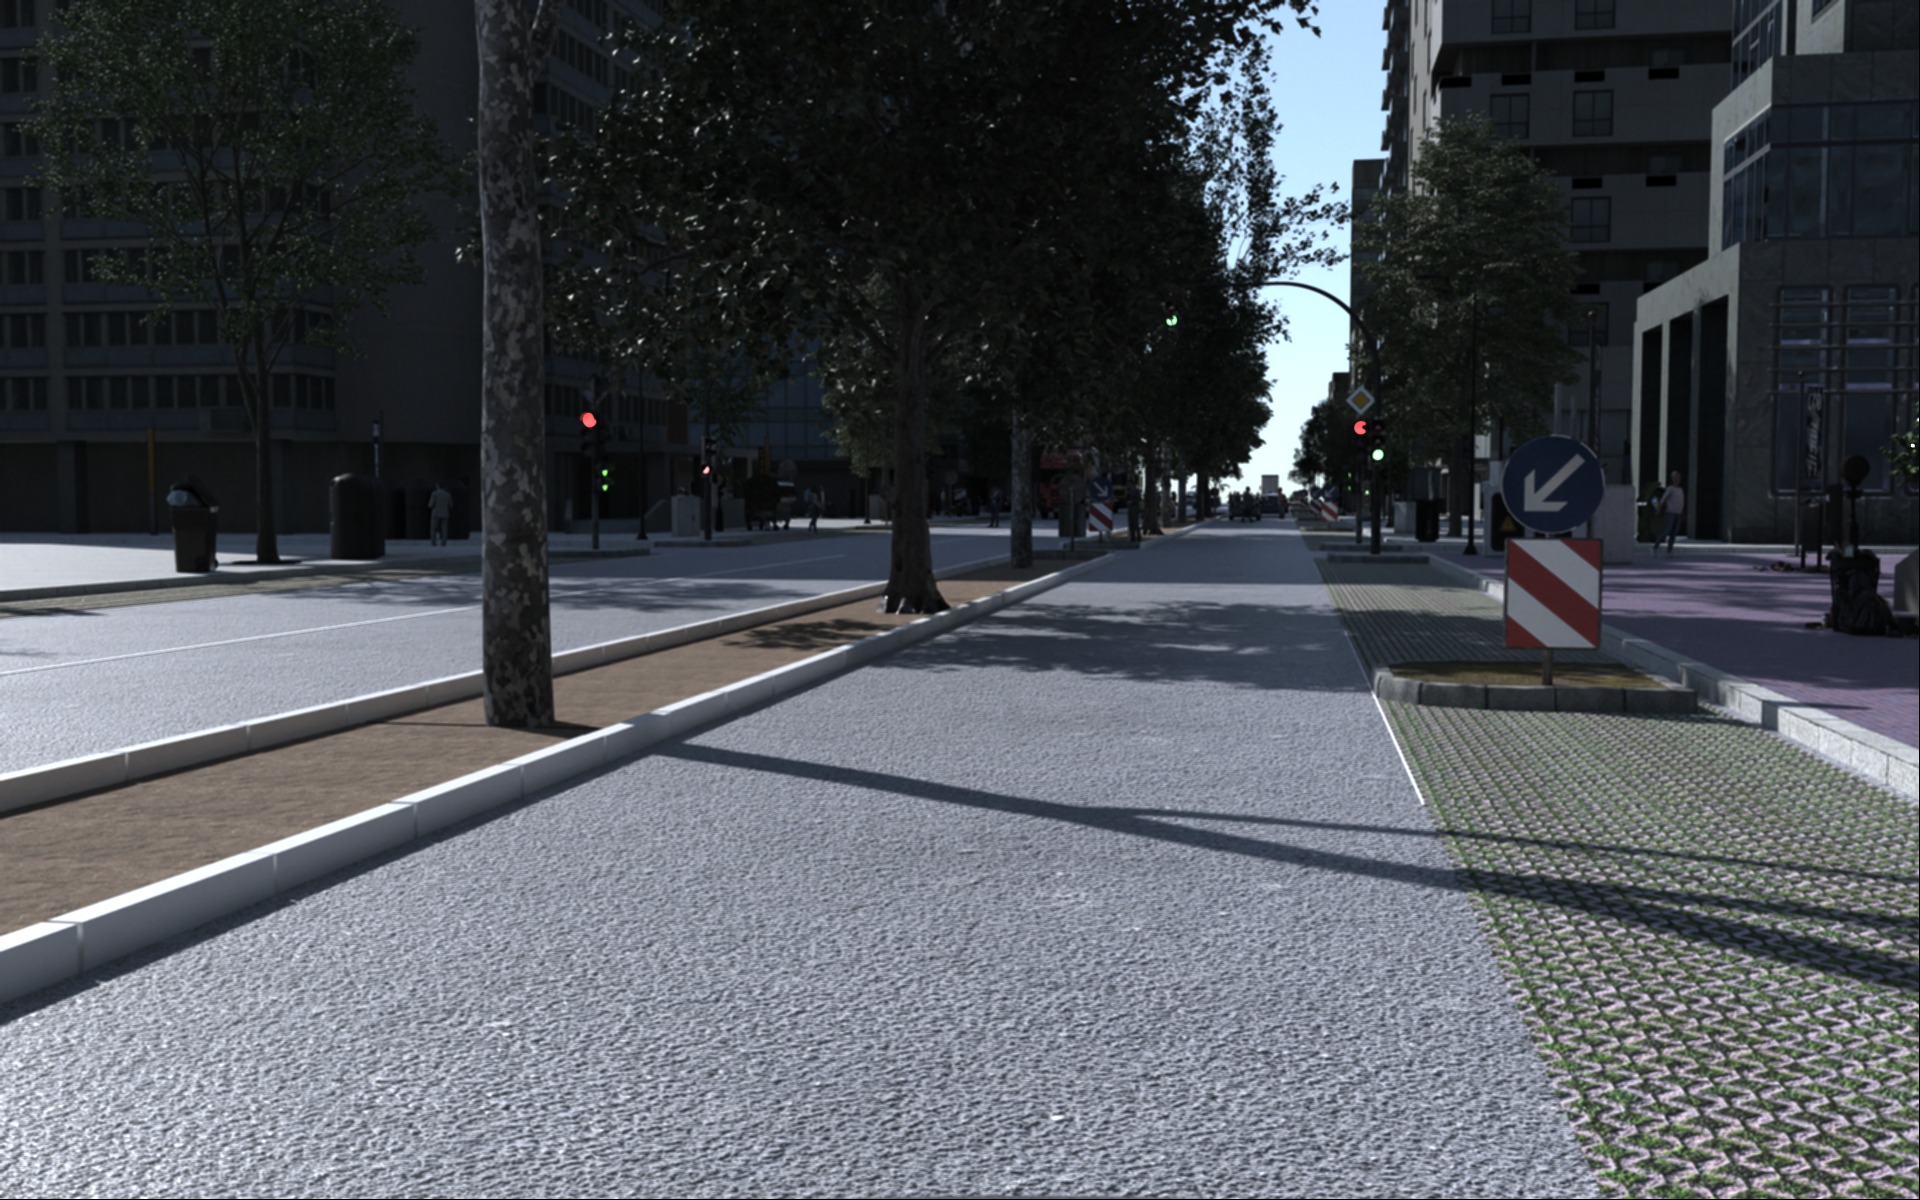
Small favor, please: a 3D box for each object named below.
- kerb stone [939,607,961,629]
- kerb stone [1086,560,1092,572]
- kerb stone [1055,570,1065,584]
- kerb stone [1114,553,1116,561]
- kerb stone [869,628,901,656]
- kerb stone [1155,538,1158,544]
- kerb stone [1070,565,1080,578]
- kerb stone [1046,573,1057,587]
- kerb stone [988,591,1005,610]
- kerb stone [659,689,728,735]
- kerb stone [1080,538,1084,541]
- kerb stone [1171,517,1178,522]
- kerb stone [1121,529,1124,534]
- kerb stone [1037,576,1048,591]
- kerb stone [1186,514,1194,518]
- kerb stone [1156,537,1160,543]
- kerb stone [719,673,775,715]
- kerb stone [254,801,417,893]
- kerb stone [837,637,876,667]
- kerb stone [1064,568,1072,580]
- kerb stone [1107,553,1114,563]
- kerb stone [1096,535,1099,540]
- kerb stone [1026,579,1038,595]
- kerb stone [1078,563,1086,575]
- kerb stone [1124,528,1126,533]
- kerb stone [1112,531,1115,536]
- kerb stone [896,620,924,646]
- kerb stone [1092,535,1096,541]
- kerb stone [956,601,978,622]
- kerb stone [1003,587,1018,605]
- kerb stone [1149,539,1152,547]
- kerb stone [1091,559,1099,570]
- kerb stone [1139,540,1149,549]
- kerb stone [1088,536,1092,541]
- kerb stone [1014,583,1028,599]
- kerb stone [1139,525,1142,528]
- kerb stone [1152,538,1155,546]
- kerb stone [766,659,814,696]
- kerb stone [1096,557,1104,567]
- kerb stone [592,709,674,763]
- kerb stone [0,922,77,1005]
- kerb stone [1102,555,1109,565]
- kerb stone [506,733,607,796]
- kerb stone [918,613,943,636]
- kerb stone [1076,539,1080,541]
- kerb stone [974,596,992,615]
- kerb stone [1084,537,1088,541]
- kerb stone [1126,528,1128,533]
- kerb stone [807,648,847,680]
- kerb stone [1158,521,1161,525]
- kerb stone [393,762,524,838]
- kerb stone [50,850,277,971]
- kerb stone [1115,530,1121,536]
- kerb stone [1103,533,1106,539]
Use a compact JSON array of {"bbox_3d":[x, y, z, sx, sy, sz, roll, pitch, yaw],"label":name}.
[{"bbox_3d":[-0.163,0.209,18.779,0.120,0.150,1.000,1,4,11],"label":"kerb stone"},{"bbox_3d":[2.279,-0.593,31.899,0.120,0.150,1.000,1,4,11],"label":"kerb stone"},{"bbox_3d":[1.528,-0.346,27.857,0.120,0.150,1.000,1,4,11],"label":"kerb stone"},{"bbox_3d":[3.213,-0.901,36.928,0.120,0.150,1.000,1,4,11],"label":"kerb stone"},{"bbox_3d":[-0.725,0.393,15.764,0.120,0.150,1.000,1,4,11],"label":"kerb stone"},{"bbox_3d":[5.378,-1.603,48.507,0.120,0.150,1.000,1,4,11],"label":"kerb stone"},{"bbox_3d":[1.904,-0.470,29.879,0.120,0.150,1.000,1,4,11],"label":"kerb stone"},{"bbox_3d":[1.343,-0.282,26.852,0.120,0.150,1.000,1,4,11],"label":"kerb stone"},{"bbox_3d":[0.402,0.024,21.808,0.120,0.150,1.000,1,4,11],"label":"kerb stone"},{"bbox_3d":[-1.671,0.701,10.729,0.120,0.150,1.000,1,4,11],"label":"kerb stone"},{"bbox_3d":[3.327,-1.637,48.963,0.120,0.150,1.000,1,4,11],"label":"kerb stone"},{"bbox_3d":[11.582,-4.346,93.312,0.120,0.150,1.000,1,4,11],"label":"kerb stone"},{"bbox_3d":[5.578,-2.375,61.058,0.120,0.150,1.000,1,4,11],"label":"kerb stone"},{"bbox_3d":[1.148,-0.217,25.848,0.120,0.150,1.000,1,4,11],"label":"kerb stone"},{"bbox_3d":[14.397,-5.273,108.411,0.120,0.150,1.000,1,4,11],"label":"kerb stone"},{"bbox_3d":[5.552,-1.665,49.522,0.120,0.150,1.000,1,4,11],"label":"kerb stone"},{"bbox_3d":[-1.471,0.640,11.737,0.120,0.150,1.000,1,4,11],"label":"kerb stone"},{"bbox_3d":[-2.416,0.952,6.708,0.120,0.150,1.000,1,4,11],"label":"kerb stone"},{"bbox_3d":[-0.913,0.455,14.758,0.120,0.150,1.000,1,4,11],"label":"kerb stone"},{"bbox_3d":[1.711,-0.402,28.875,0.120,0.150,1.000,1,4,11],"label":"kerb stone"},{"bbox_3d":[3.034,-0.836,35.922,0.120,0.150,1.000,1,4,11],"label":"kerb stone"},{"bbox_3d":[4.072,-1.880,53.001,0.120,0.150,1.000,1,4,11],"label":"kerb stone"},{"bbox_3d":[0.960,-0.159,24.843,0.120,0.150,1.000,1,4,11],"label":"kerb stone"},{"bbox_3d":[2.093,-0.524,30.887,0.120,0.150,1.000,1,4,11],"label":"kerb stone"},{"bbox_3d":[5.764,-2.438,62.062,0.120,0.150,1.000,1,4,11],"label":"kerb stone"},{"bbox_3d":[5.011,-2.192,58.036,0.120,0.150,1.000,1,4,11],"label":"kerb stone"},{"bbox_3d":[-0.534,0.334,16.769,0.120,0.150,1.000,1,4,11],"label":"kerb stone"},{"bbox_3d":[3.886,-1.823,51.993,0.120,0.150,1.000,1,4,11],"label":"kerb stone"},{"bbox_3d":[0.027,0.147,19.790,0.120,0.150,1.000,1,4,11],"label":"kerb stone"},{"bbox_3d":[0.597,-0.038,22.814,0.120,0.150,1.000,1,4,11],"label":"kerb stone"},{"bbox_3d":[4.992,-1.484,46.493,0.120,0.150,1.000,1,4,11],"label":"kerb stone"},{"bbox_3d":[2.472,-0.644,32.904,0.120,0.150,1.000,1,4,11],"label":"kerb stone"},{"bbox_3d":[4.811,-1.424,45.484,0.120,0.150,1.000,1,4,11],"label":"kerb stone"},{"bbox_3d":[3.702,-1.757,50.988,0.120,0.150,1.000,1,4,11],"label":"kerb stone"},{"bbox_3d":[0.774,-0.100,23.833,0.120,0.150,1.000,1,4,11],"label":"kerb stone"},{"bbox_3d":[7.263,-2.932,70.132,0.120,0.150,1.000,1,4,11],"label":"kerb stone"},{"bbox_3d":[5.185,-1.548,47.497,0.120,0.150,1.000,1,4,11],"label":"kerb stone"},{"bbox_3d":[-1.283,0.578,12.742,0.120,0.150,1.000,1,4,11],"label":"kerb stone"},{"bbox_3d":[2.656,-0.716,33.909,0.120,0.150,1.000,1,4,11],"label":"kerb stone"},{"bbox_3d":[-1.852,0.766,9.723,0.120,0.150,1.000,1,4,11],"label":"kerb stone"},{"bbox_3d":[-2.783,1.071,4.690,0.120,0.150,1.000,1,4,11],"label":"kerb stone"},{"bbox_3d":[2.842,-0.778,34.917,0.120,0.150,1.000,1,4,11],"label":"kerb stone"},{"bbox_3d":[-2.038,0.824,8.718,0.120,0.150,1.000,1,4,11],"label":"kerb stone"},{"bbox_3d":[-0.354,0.270,17.775,0.120,0.150,1.000,1,4,11],"label":"kerb stone"},{"bbox_3d":[3.134,-1.575,47.953,0.120,0.150,1.000,1,4,11],"label":"kerb stone"},{"bbox_3d":[0.212,0.086,20.796,0.120,0.150,1.000,1,4,11],"label":"kerb stone"},{"bbox_3d":[3.511,-1.699,49.974,0.120,0.150,1.000,1,4,11],"label":"kerb stone"},{"bbox_3d":[5.945,-2.500,63.068,0.120,0.150,1.000,1,4,11],"label":"kerb stone"},{"bbox_3d":[-1.102,0.520,13.748,0.120,0.150,1.000,1,4,11],"label":"kerb stone"},{"bbox_3d":[9.702,-3.732,83.237,0.120,0.150,1.000,1,4,11],"label":"kerb stone"},{"bbox_3d":[-2.227,0.886,7.712,0.120,0.150,1.000,1,4,11],"label":"kerb stone"},{"bbox_3d":[-2.595,1.009,5.696,0.120,0.150,1.000,1,4,11],"label":"kerb stone"},{"bbox_3d":[5.390,-2.315,60.045,0.120,0.150,1.000,1,4,11],"label":"kerb stone"},{"bbox_3d":[4.453,-2.004,55.014,0.120,0.150,1.000,1,4,11],"label":"kerb stone"}]
